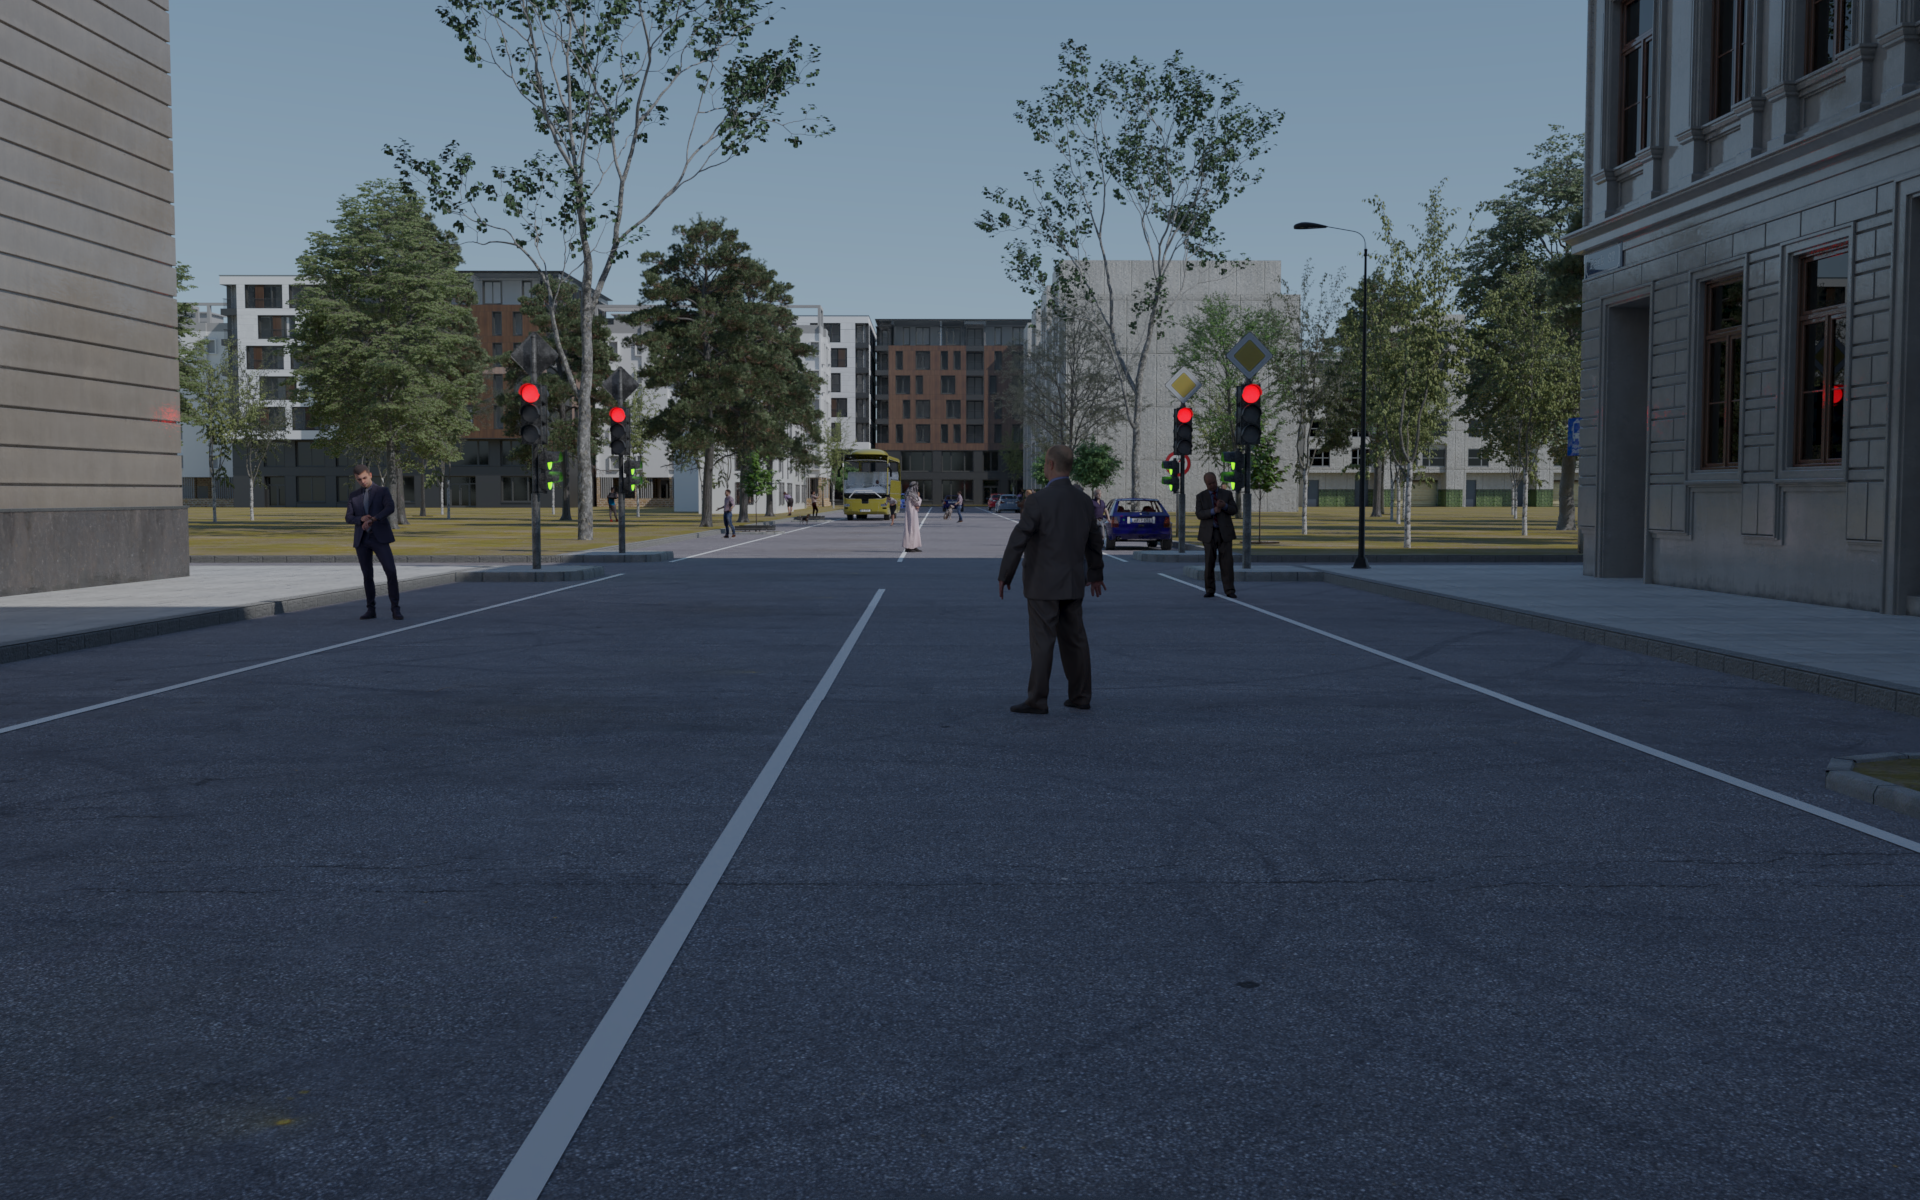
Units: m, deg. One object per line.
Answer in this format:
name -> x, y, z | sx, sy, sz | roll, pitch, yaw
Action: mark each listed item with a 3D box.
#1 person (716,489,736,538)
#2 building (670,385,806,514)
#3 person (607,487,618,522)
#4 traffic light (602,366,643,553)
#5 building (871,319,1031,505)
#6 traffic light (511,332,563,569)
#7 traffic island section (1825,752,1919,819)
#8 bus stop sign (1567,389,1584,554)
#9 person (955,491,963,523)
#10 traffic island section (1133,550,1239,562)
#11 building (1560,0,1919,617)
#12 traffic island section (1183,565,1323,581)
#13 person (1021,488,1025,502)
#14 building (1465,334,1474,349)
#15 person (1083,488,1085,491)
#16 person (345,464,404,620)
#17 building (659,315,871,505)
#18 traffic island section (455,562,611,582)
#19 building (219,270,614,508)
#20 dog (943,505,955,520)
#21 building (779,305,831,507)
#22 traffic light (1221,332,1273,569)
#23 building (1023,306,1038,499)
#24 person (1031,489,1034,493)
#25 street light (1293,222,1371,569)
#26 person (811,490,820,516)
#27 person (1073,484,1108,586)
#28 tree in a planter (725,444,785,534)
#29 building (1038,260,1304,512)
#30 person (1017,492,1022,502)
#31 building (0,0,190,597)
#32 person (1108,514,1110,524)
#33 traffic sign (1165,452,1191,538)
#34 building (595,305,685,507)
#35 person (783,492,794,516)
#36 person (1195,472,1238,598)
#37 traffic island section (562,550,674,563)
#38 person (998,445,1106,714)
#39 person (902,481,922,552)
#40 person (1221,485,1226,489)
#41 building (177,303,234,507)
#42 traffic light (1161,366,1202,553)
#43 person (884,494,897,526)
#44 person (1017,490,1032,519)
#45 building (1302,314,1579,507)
person -> -7.510, -2.782, 55.948 | 0.435, 1.587, 0.963 | -3, 5, -41
building -> -16.645, -11.316, 127.159 | 9.099, 9.664, 28.070 | 0, 4, -1
person -> -15.886, -4.378, 79.494 | 0.647, 1.594, 0.662 | 1, 4, 21
traffic light -> -7.333, -2.955, 37.562 | 0.839, 4.213, 0.868 | 0, 4, -1
building -> 6.283, -22.546, 212.604 | 32.646, 21.610, 27.936 | 0, 4, -1
traffic light -> -7.239, -2.467, 29.578 | 0.839, 4.213, 0.868 | 0, 4, -1
traffic island section -> 5.211, 0.906, 8.056 | 1.991, 0.108, 1.994 | 0, 4, -1
bus stop sign -> 13.634, -2.947, 37.205 | 0.837, 3.901, 0.837 | -1, 4, -8
person -> -0.060, -4.646, 86.419 | 0.435, 1.587, 0.963 | 0, 4, 0
traffic island section -> 4.867, -0.951, 37.834 | 2.009, 0.180, 2.903 | 0, 4, -1
building -> 14.908, -11.062, 17.021 | 11.583, 22.565, 21.152 | 0, 4, -1
traffic island section -> 4.961, -0.463, 29.850 | 2.009, 0.180, 2.903 | 0, 4, -1
person -> 6.060, -9.932, 168.446 | 0.705, 1.822, 1.348 | -1, 4, -13
building -> 56.856, -21.487, 207.724 | 11.380, 20.091, 16.016 | 0, 4, -1
person -> 8.246, -6.829, 118.524 | 0.721, 1.723, 1.217 | 0, 4, -6
person -> -6.694, -0.661, 19.749 | 0.683, 1.767, 0.568 | 0, 4, -2
building -> -26.854, -22.493, 211.729 | 32.646, 21.610, 27.936 | 0, 4, -1
traffic island section -> -7.279, -0.454, 29.711 | 2.009, 0.180, 2.903 | 0, 4, -1
building -> -52.704, -20.079, 172.269 | 32.646, 21.610, 27.936 | 0, 4, -1
dog -> -0.715, -4.927, 97.390 | 0.513, 0.831, 0.800 | -2, 4, -31
building -> -19.301, -19.765, 179.582 | 11.380, 20.091, 16.016 | 0, 4, -1
traffic light -> 4.921, -2.477, 29.736 | 0.839, 4.213, 0.868 | 0, 4, -1
building -> 15.427, -18.660, 171.554 | 16.747, 18.905, 31.486 | 0, 4, -1
person -> 4.575, -6.110, 109.066 | 0.551, 1.740, 0.621 | 2, 4, 25
street light -> 6.390, -3.498, 29.739 | 1.470, 5.913, 1.316 | 0, 4, -1
person -> -8.534, -5.658, 102.475 | 0.566, 1.644, 0.517 | 1, 4, 21
person -> 1.433, -0.619, 20.837 | 0.569, 1.553, 0.471 | 1, 4, 14
tree in a planter -> -7.342, -3.980, 62.295 | 1.991, 3.239, 1.994 | 0, 4, -1
building -> 15.779, -16.709, 139.643 | 16.747, 18.905, 31.486 | 0, 4, -1
person -> 5.120, -8.503, 148.306 | 0.421, 1.427, 0.697 | 0, 4, 8
building -> -24.054, -13.647, 20.391 | 25.104, 27.353, 12.463 | 0, 4, -1
person -> 3.359, -1.909, 41.928 | 0.569, 1.553, 0.471 | 0, 4, 6
traffic sign -> 6.403, -3.112, 50.980 | 0.768, 2.556, 0.104 | 0, 4, 3
building -> -30.773, -19.755, 179.409 | 11.380, 20.091, 16.016 | 0, 4, -1
person -> -10.145, -5.685, 102.222 | 0.697, 1.427, 0.421 | 2, 4, 33
person -> 3.556, -0.903, 23.945 | 0.565, 1.739, 0.600 | -1, 4, -17
traffic island section -> -7.373, -0.943, 37.695 | 2.009, 0.180, 2.903 | 0, 4, -1
person -> 0.592, -0.147, 11.450 | 0.990, 1.755, 0.434 | -3, 4, -39
person -> -1.151, -2.044, 42.585 | 0.621, 1.740, 0.551 | -2, 4, -25
person -> 8.091, -2.755, 53.145 | 0.319, 1.574, 0.516 | -1, 4, -14
building -> -75.489, -19.637, 177.482 | 11.380, 20.091, 16.016 | 0, 4, -1
traffic light -> 4.827, -2.965, 37.721 | 0.839, 4.213, 0.868 | 0, 4, -1
person -> -3.149, -4.074, 78.295 | 0.628, 1.438, 0.799 | -1, 4, -8
person -> 1.813, -2.278, 48.007 | 0.388, 1.546, 0.482 | 2, 4, 33
building -> 49.569, -19.111, 178.924 | 31.486, 18.905, 16.747 | 0, 4, -1
